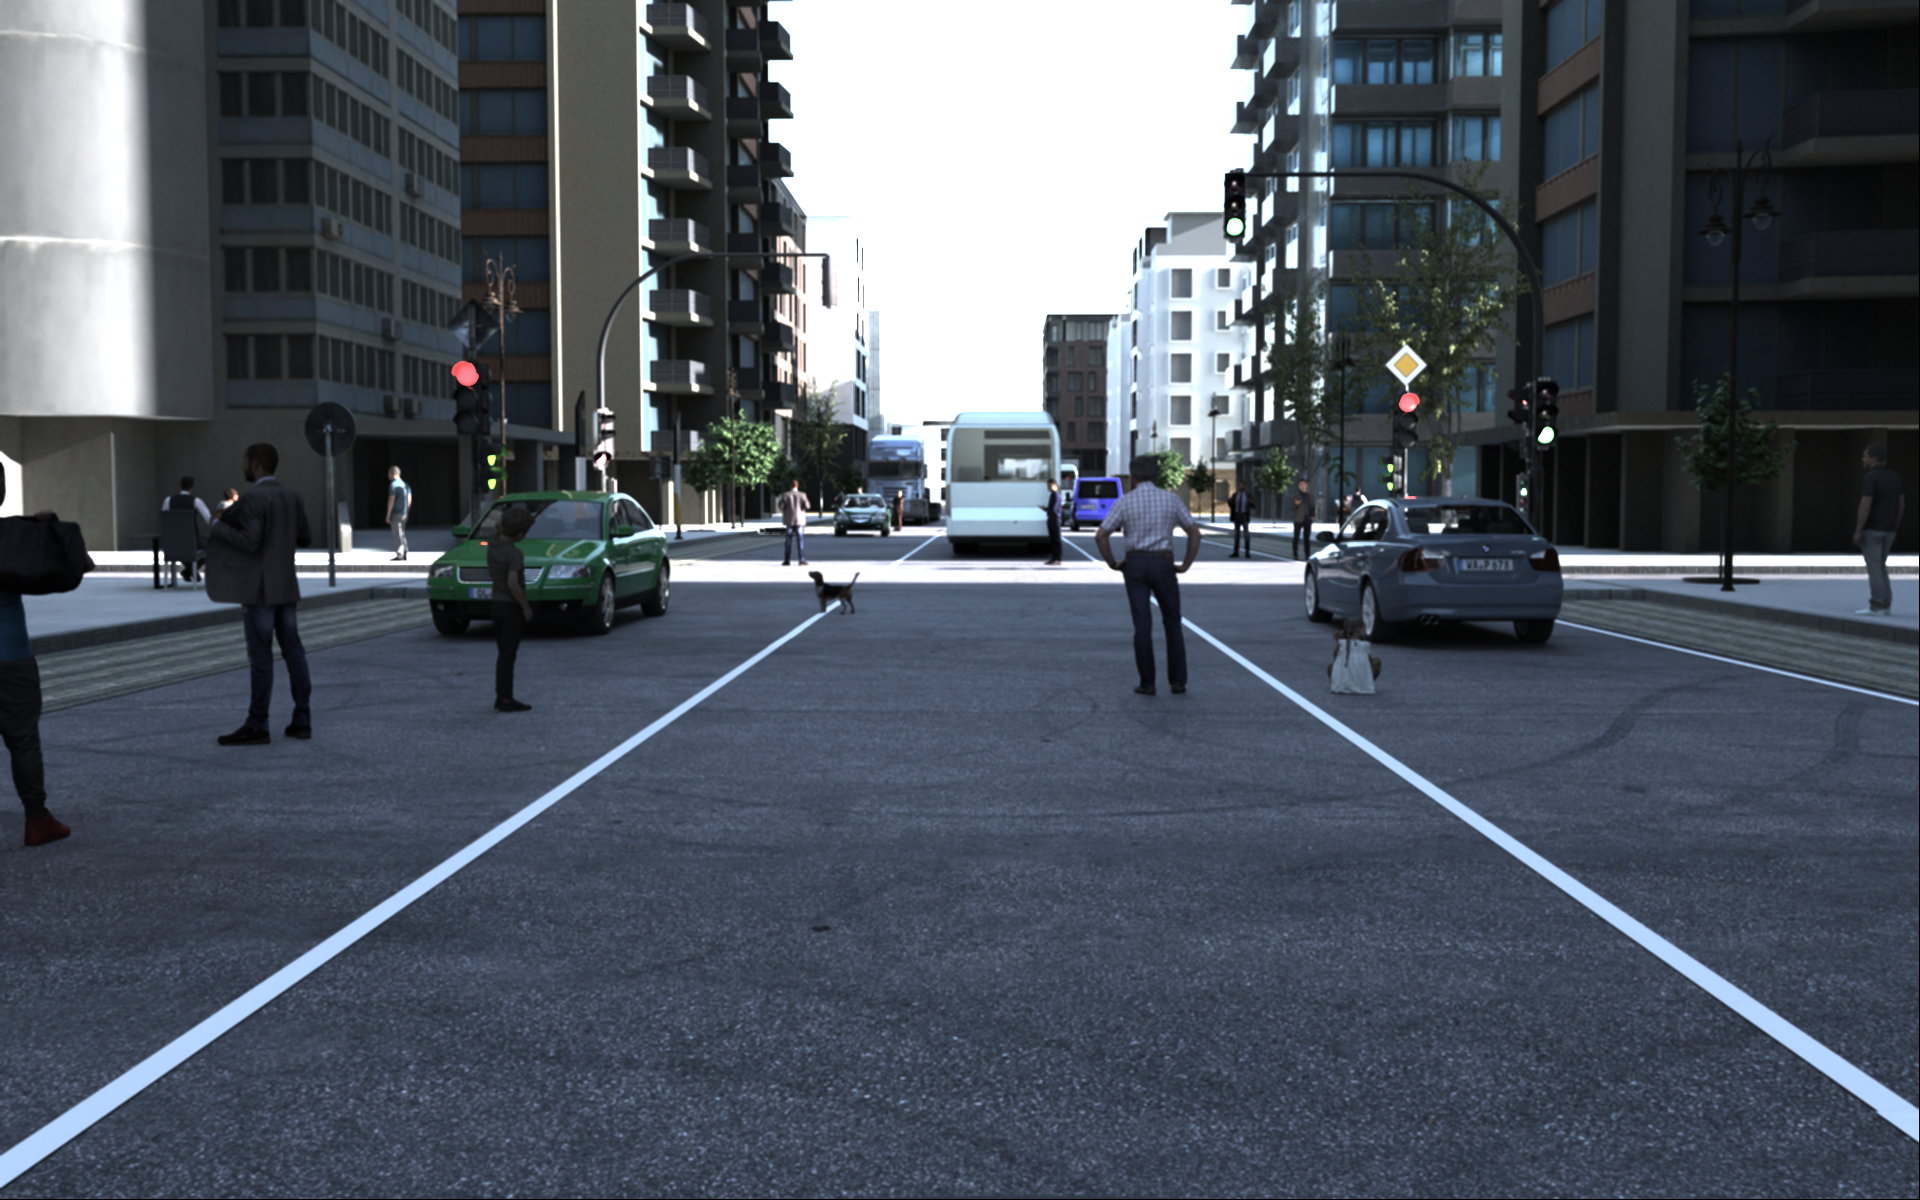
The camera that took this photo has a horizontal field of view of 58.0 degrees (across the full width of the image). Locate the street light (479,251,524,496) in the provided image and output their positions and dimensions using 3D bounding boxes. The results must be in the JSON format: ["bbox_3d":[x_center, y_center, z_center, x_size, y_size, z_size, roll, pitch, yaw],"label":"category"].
[{"bbox_3d":[-8.754,-3.691,33.128,0.468,5.910,1.993,0,4,1],"label":"street light"}]

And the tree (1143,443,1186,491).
[{"bbox_3d":[13.153,-7.857,112.170,4.285,4.588,4.351,0,3,0],"label":"tree"}]

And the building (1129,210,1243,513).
[{"bbox_3d":[20.532,-16.202,121.320,16.016,20.091,11.380,0,4,1],"label":"building"}]

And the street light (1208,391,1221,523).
[{"bbox_3d":[11.405,-6.430,77.911,0.468,5.910,1.993,0,4,1],"label":"street light"}]

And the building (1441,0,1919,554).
[{"bbox_3d":[28.313,-23.883,45.109,28.867,44.769,22.147,0,4,1],"label":"building"}]

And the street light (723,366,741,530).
[{"bbox_3d":[-8.194,-5.485,62.472,0.468,5.910,1.993,0,4,1],"label":"street light"}]

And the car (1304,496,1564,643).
[{"bbox_3d":[4.796,-0.365,17.963,2.014,1.417,4.499,0,3,0],"label":"car"}]

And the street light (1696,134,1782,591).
[{"bbox_3d":[10.164,-3.056,22.750,0.468,5.910,1.993,0,4,1],"label":"street light"}]

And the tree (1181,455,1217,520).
[{"bbox_3d":[12.042,-5.596,86.098,1.663,3.219,1.824,0,3,0],"label":"tree"}]

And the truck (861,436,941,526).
[{"bbox_3d":[-2.601,-5.851,85.415,2.967,4.110,18.799,0,4,2],"label":"truck"}]

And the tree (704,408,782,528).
[{"bbox_3d":[-8.326,-5.028,65.914,4.285,4.588,4.351,0,3,0],"label":"tree"}]

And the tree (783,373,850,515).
[{"bbox_3d":[-8.494,-9.426,104.477,4.737,8.622,4.395,0,3,0],"label":"tree"}]

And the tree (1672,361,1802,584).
[{"bbox_3d":[10.925,-1.859,24.990,1.663,3.219,1.824,0,3,0],"label":"tree"}]

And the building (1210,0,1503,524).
[{"bbox_3d":[25.628,-28.565,86.647,23.786,49.044,30.456,0,4,1],"label":"building"}]

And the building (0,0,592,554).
[{"bbox_3d":[-27.076,-21.589,44.866,32.217,40.220,23.993,0,4,1],"label":"building"}]

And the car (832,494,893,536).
[{"bbox_3d":[-3.355,-2.955,60.112,2.131,1.459,4.920,0,4,-1],"label":"car"}]

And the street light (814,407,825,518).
[{"bbox_3d":[-7.451,-7.294,92.052,0.468,5.910,1.993,0,4,1],"label":"street light"}]

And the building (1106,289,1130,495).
[{"bbox_3d":[22.231,-18.909,165.574,16.016,20.091,11.380,0,4,1],"label":"building"}]

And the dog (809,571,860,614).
[{"bbox_3d":[-1.513,-0.091,20.780,0.540,0.507,0.406,-1,4,-17],"label":"dog"}]

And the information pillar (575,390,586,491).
[{"bbox_3d":[-8.532,-2.915,39.008,0.183,3.616,0.504,0,4,6],"label":"information pillar"}]

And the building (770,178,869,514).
[{"bbox_3d":[-21.790,-17.206,125.285,27.936,21.610,32.646,0,4,1],"label":"building"}]

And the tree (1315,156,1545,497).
[{"bbox_3d":[10.319,-5.315,37.264,4.737,8.622,4.395,0,3,0],"label":"tree"}]

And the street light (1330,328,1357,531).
[{"bbox_3d":[10.710,-4.633,48.537,0.468,5.910,1.993,0,4,1],"label":"street light"}]

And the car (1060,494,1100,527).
[{"bbox_3d":[5.314,-4.018,77.488,2.131,1.459,4.920,0,4,3],"label":"car"}]

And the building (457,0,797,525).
[{"bbox_3d":[-19.827,-26.193,82.884,22.147,44.769,28.867,0,4,1],"label":"building"}]

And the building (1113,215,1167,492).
[{"bbox_3d":[27.884,-18.294,143.088,27.936,21.610,32.646,0,4,1],"label":"building"}]

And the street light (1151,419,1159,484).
[{"bbox_3d":[12.033,-8.224,107.254,0.468,5.910,1.993,0,4,1],"label":"street light"}]

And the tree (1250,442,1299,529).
[{"bbox_3d":[11.797,-4.309,65.058,1.663,3.219,1.824,0,3,0],"label":"tree"}]

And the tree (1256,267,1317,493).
[{"bbox_3d":[11.366,-6.459,55.964,4.737,8.622,4.395,0,3,0],"label":"tree"}]

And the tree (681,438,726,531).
[{"bbox_3d":[-8.871,-4.005,60.088,1.663,3.219,1.824,0,3,0],"label":"tree"}]

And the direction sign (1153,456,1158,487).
[{"bbox_3d":[11.555,-6.764,102.596,0.379,3.537,0.876,-1,4,-13],"label":"direction sign"}]

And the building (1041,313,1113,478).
[{"bbox_3d":[26.296,-22.156,206.220,32.646,21.610,27.936,0,4,1],"label":"building"}]

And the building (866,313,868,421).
[{"bbox_3d":[-15.738,-17.783,147.175,16.016,20.091,11.380,0,4,1],"label":"building"}]

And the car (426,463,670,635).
[{"bbox_3d":[-4.410,-0.628,19.063,1.959,1.807,4.718,0,4,2],"label":"car"}]

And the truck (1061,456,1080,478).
[{"bbox_3d":[7.600,-8.803,132.834,2.839,4.237,11.283,0,3,0],"label":"truck"}]

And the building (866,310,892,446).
[{"bbox_3d":[-23.137,-18.879,175.134,31.486,18.905,16.747,0,4,1],"label":"building"}]

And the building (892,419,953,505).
[{"bbox_3d":[-4.276,-15.604,197.269,28.070,9.664,9.099,0,4,1],"label":"building"}]
